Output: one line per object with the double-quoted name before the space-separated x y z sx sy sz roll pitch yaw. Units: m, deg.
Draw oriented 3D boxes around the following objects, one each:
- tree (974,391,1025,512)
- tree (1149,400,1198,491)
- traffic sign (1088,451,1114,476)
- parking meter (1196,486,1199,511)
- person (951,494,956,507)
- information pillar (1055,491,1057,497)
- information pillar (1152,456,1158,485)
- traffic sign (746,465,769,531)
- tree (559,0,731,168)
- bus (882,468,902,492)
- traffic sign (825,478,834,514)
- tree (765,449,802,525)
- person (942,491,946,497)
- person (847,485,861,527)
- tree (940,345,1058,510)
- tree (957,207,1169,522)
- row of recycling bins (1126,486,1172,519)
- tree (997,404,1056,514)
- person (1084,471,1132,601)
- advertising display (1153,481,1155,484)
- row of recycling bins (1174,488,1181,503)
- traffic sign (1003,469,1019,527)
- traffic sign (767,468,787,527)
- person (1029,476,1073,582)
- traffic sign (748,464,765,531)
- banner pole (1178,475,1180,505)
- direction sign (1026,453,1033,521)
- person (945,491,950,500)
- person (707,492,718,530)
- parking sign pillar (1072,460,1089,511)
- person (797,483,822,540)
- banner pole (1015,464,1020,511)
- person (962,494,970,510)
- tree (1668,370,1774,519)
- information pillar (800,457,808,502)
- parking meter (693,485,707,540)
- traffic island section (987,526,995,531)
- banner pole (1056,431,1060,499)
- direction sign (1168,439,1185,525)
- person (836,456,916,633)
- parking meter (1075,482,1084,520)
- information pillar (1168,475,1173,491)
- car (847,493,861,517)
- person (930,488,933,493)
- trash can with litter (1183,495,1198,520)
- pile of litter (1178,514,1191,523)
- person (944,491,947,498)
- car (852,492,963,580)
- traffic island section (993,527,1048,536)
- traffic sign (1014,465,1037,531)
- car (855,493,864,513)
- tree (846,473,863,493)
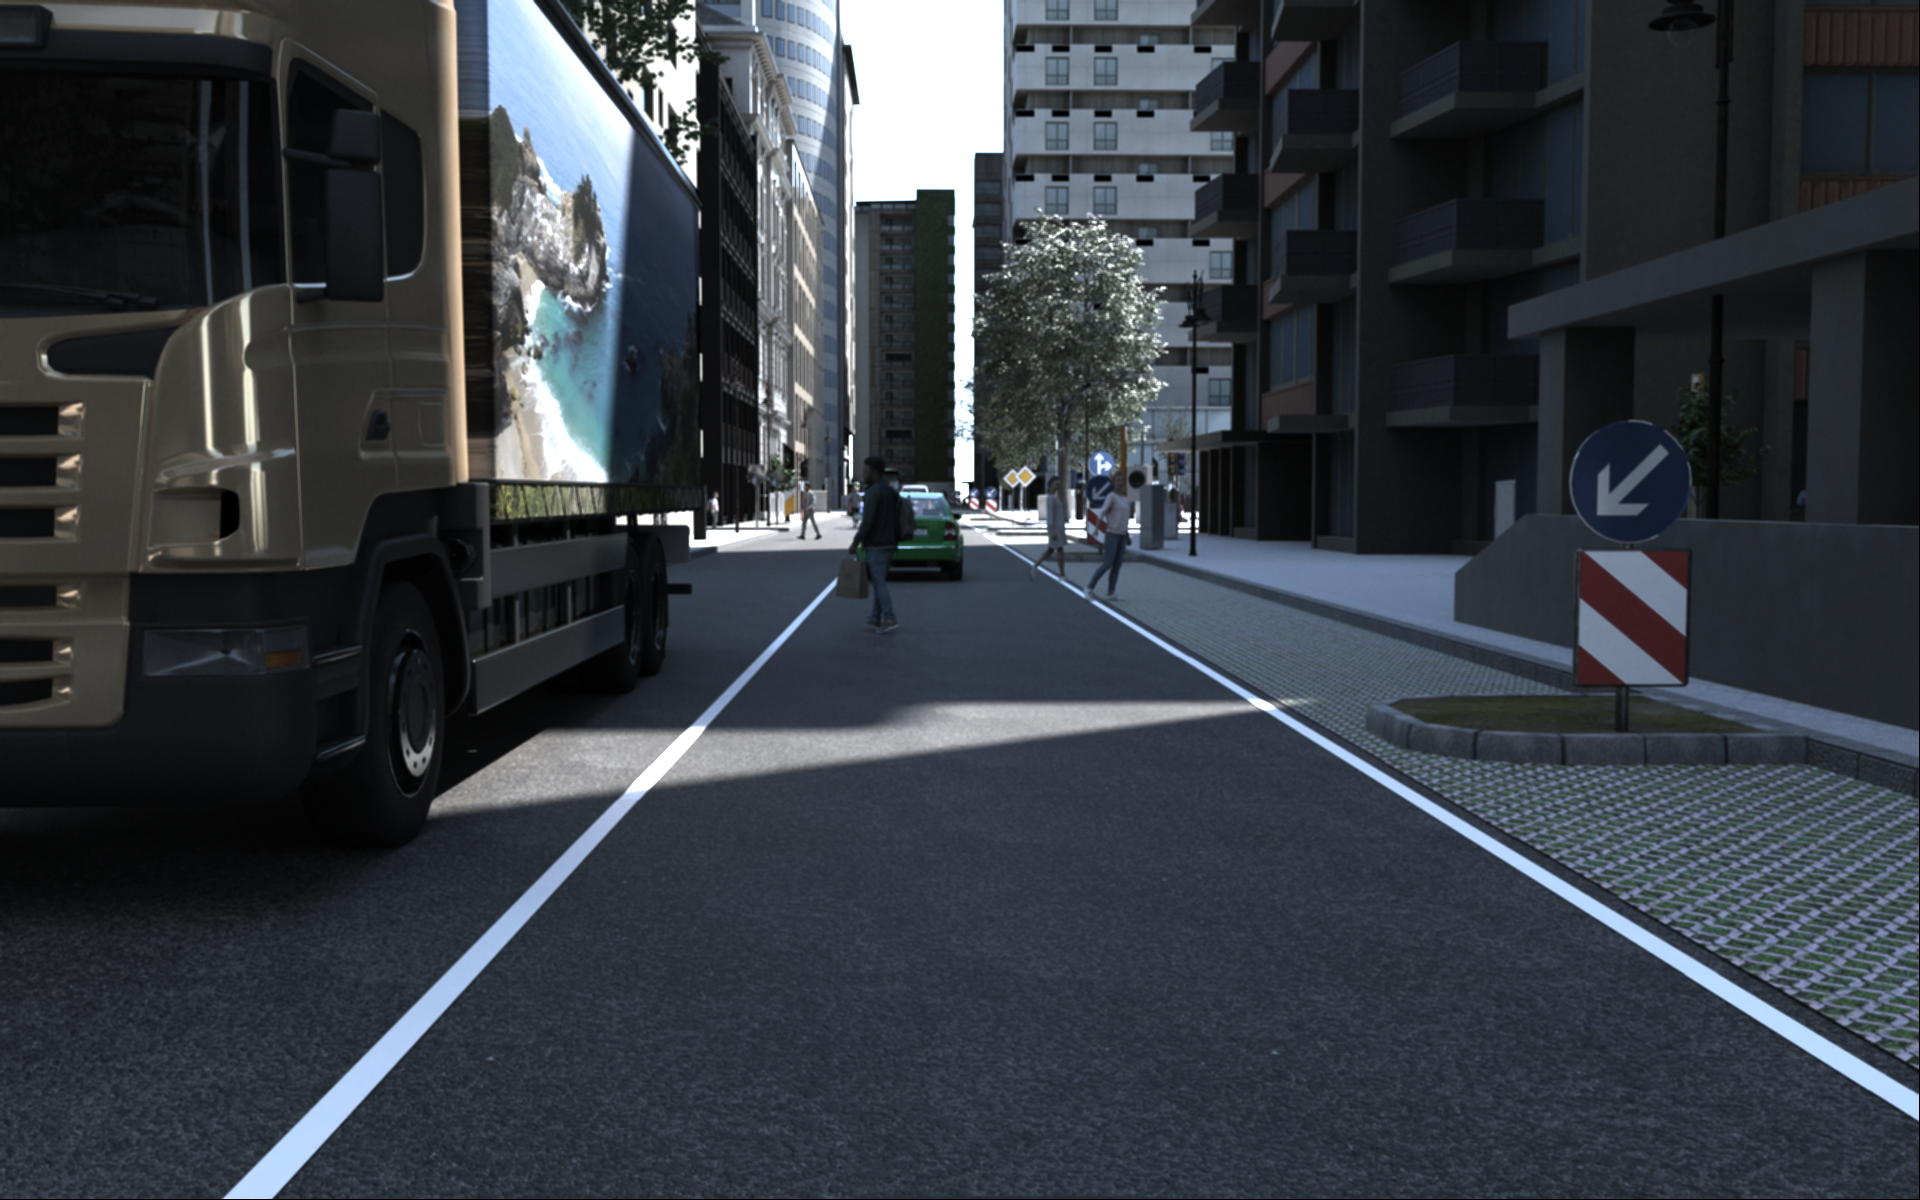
"tree" 3.105 -10.577 123.289 4.737 8.622 4.395 0 3 0
"tree" 16.642 -11.194 133.382 4.360 8.622 3.978 0 3 0
"traffic sign" 4.162 -3.117 51.077 0.768 2.556 0.104 0 4 3
"parking meter" 16.795 -7.082 121.502 0.399 1.863 0.255 -1 4 -10
"person" -0.572 -10.879 189.589 0.991 1.433 0.599 1 4 21
"information pillar" 4.969 -5.207 89.627 0.304 2.012 0.304 3 5 44
"information pillar" 12.122 -7.110 107.609 0.183 3.616 0.504 -3 4 -37
"traffic sign" -6.986 -3.430 59.717 0.795 2.450 0.064 0 4 -1
"tree" -6.581 -5.813 20.806 9.928 11.665 9.643 0 3 0
"bus" -7.005 -10.659 165.823 2.896 3.916 12.252 0 4 -2
"traffic sign" -8.220 -6.553 109.276 0.606 2.300 0.079 0 4 3
"tree" -7.742 -4.802 73.113 1.663 3.219 1.824 0 3 0
"person" -1.621 -9.425 163.046 0.568 1.767 0.683 -1 4 -19
"person" -4.593 -4.037 74.694 0.709 1.800 0.728 -1 4 -8
"tree" 3.344 -13.895 137.556 12.009 13.543 11.850 0 3 0
"tree" 4.767 -10.492 78.196 9.857 13.997 8.962 0 3 0
"row of recycling bins" 9.007 -5.016 89.121 3.534 1.692 1.069 -1 4 -12
"tree" 4.011 -9.849 111.392 4.360 8.622 3.978 0 3 0
"person" 1.923 -0.850 23.065 0.598 1.740 0.731 2 4 25
"advertising display" 9.275 -4.866 84.771 0.123 1.923 0.974 2 4 32
"row of recycling bins" 13.069 -6.655 115.929 3.534 1.692 1.069 2 4 23
"traffic sign" 2.068 -3.930 67.897 0.795 2.450 0.064 0 4 -1
"traffic sign" -7.174 -3.918 67.700 0.795 2.450 0.064 0 4 -1
"person" 1.503 -1.164 28.274 0.760 1.731 0.466 -2 4 -26
"traffic sign" -7.037 -3.531 59.865 0.606 2.300 0.079 0 4 7
"banner pole" 13.773 -7.265 108.802 0.401 3.779 0.863 1 4 17
"direction sign" 3.337 -5.616 83.822 0.379 3.537 0.876 1 4 18
"person" -1.778 -12.698 216.092 1.348 1.826 0.705 1 4 19
"person" -8.811 -3.127 62.221 0.523 1.515 0.503 -3 4 -38
"parking sign pillar" 9.080 -8.704 130.786 1.447 3.967 1.447 0 4 0
"person" -4.739 -2.798 54.526 0.850 1.792 0.678 -3 4 -38
"banner pole" 4.310 -8.544 129.718 0.401 3.779 0.863 -2 4 -28
"person" 0.589 -8.761 154.929 0.799 1.438 0.628 0 4 1
"tree" 11.408 -1.973 26.863 1.663 3.219 1.824 0 3 0
"information pillar" -9.945 -7.295 110.627 0.504 3.616 0.183 -1 4 -20
"parking meter" -7.261 -2.442 48.337 0.372 1.533 0.369 0 3 0
"traffic island section" 2.092 -2.795 67.975 2.009 0.180 2.903 0 4 -1
"banner pole" 3.844 -4.793 68.379 0.401 3.779 0.863 1 4 12
"direction sign" 8.949 -4.875 71.702 0.876 3.537 0.379 -2 4 -33
"person" -0.885 -0.577 17.920 0.794 1.824 0.713 -3 5 -44
"parking meter" 5.857 -4.829 84.666 0.399 1.863 0.255 3 4 38
"information pillar" 17.294 -9.238 142.391 0.183 3.616 0.504 3 5 41
"car" -6.153 -6.266 111.481 2.155 1.783 4.494 0 4 -1
"person" -1.957 -6.648 117.224 0.581 1.822 0.654 0 4 7
"trash can with litter" 11.827 -4.610 86.439 2.233 1.210 1.678 1 4 21
"pile of litter" 9.447 -3.878 77.363 1.719 0.858 1.176 2 4 35
"person" -1.944 -12.268 209.086 0.705 1.823 1.348 2 4 33
"car" -0.909 -1.311 30.230 1.959 1.807 4.718 0 4 -3
"traffic island section" 2.280 -2.306 59.992 2.009 0.180 2.903 0 4 -1
"traffic sign" 2.257 -3.442 59.914 0.795 2.450 0.064 0 4 -1
"car" -5.239 -5.545 100.254 1.945 1.707 3.694 0 4 -3
"tree" -10.091 -10.318 163.300 1.663 3.219 1.824 0 3 0
